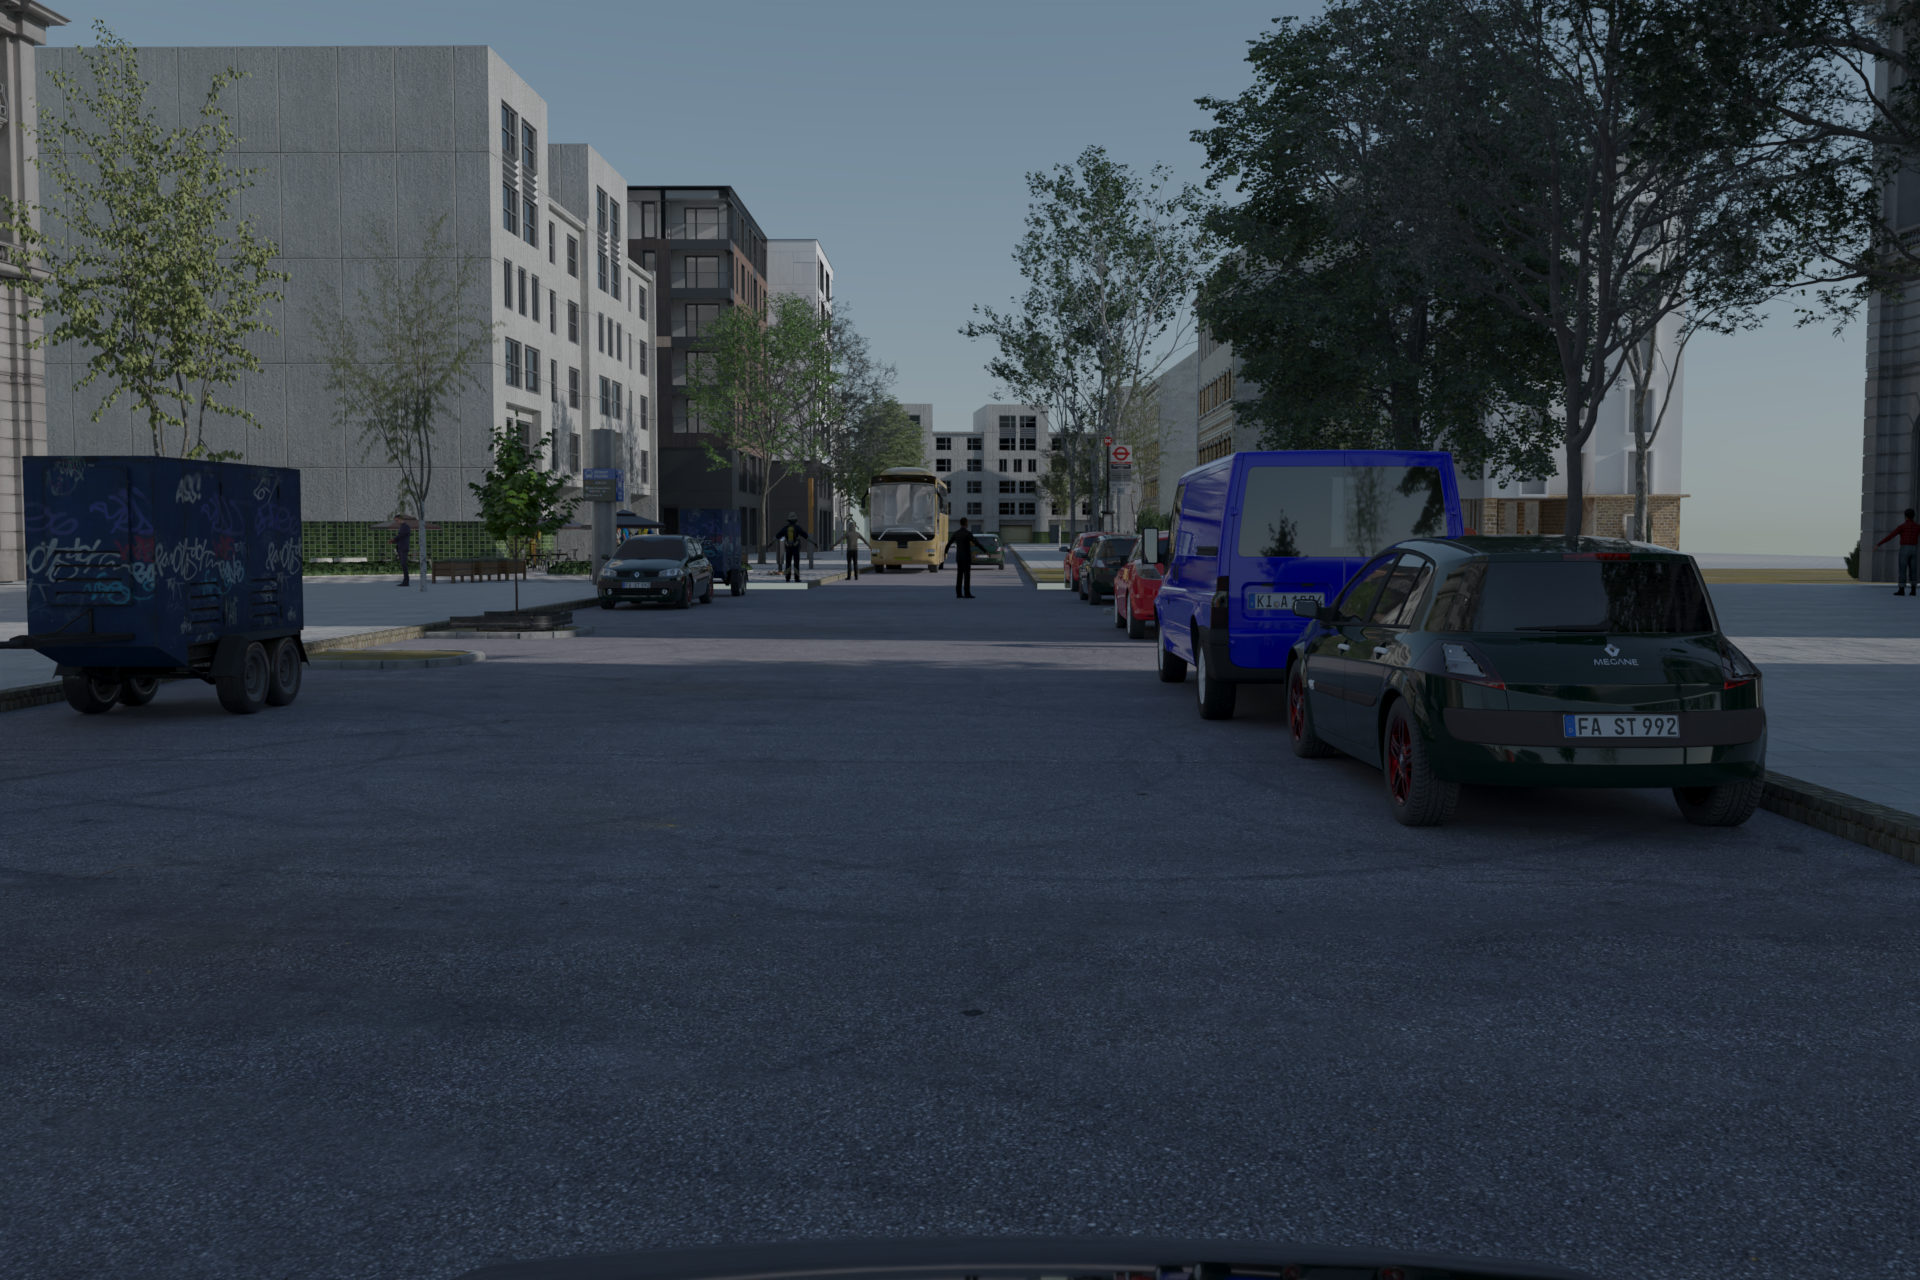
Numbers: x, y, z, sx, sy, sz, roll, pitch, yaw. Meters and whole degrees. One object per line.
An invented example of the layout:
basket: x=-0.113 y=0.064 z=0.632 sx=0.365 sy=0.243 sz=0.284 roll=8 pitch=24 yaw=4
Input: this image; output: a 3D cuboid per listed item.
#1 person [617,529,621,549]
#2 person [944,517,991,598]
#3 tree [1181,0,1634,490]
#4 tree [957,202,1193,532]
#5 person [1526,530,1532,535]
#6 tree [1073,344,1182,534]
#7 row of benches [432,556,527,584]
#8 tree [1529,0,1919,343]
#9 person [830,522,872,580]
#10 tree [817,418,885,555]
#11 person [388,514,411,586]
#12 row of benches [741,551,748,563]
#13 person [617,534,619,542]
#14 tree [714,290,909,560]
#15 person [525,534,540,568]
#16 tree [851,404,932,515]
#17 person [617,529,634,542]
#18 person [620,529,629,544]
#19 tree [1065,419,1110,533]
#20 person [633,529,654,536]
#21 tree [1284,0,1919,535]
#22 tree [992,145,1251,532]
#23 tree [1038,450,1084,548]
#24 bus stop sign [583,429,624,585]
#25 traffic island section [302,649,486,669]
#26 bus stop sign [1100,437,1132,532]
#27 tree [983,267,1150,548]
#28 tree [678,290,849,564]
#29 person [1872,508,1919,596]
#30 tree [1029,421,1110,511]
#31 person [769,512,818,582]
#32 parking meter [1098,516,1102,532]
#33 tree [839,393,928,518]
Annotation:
person: x=-16.033 y=-4.614 z=81.582 sx=0.704 sy=1.843 sz=1.345 roll=2 pitch=4 yaw=25
person: x=0.106 y=-1.834 z=38.673 sx=1.346 sy=1.802 sz=0.704 roll=3 pitch=5 yaw=41
tree: x=9.676 y=-8.008 z=37.581 sx=9.857 sy=13.997 sz=8.962 roll=0 pitch=3 yaw=0
tree: x=6.705 y=-14.923 z=99.883 sx=12.611 sy=20.169 sz=13.585 roll=0 pitch=3 yaw=0
person: x=21.351 y=-3.427 z=65.291 sx=0.991 sy=1.433 sz=0.599 roll=-3 pitch=5 yaw=-39
tree: x=6.921 y=-7.110 z=66.611 sx=4.360 sy=8.622 sz=3.978 roll=0 pitch=3 yaw=0
row of benches: x=-12.973 y=-1.912 z=46.721 sx=1.422 sy=0.672 sz=4.104 roll=1 pitch=4 yaw=14
tree: x=9.200 y=-4.909 z=14.673 sx=8.767 sy=10.594 sz=7.601 roll=1 pitch=4 yaw=20
person: x=-3.360 y=-2.768 z=53.842 sx=1.348 sy=1.813 sz=0.705 roll=-1 pitch=4 yaw=-21
tree: x=-6.860 y=-9.394 z=103.960 sx=4.737 sy=8.622 sz=4.395 roll=0 pitch=3 yaw=0
person: x=-13.761 y=-2.203 z=42.505 sx=0.568 sy=1.767 sz=0.683 roll=-3 pitch=4 yaw=-38
row of benches: x=-9.769 y=-2.994 z=64.408 sx=4.104 sy=0.672 sz=1.422 roll=0 pitch=4 yaw=-7
person: x=-15.638 y=-4.360 z=77.466 sx=1.347 sy=1.806 sz=0.705 roll=3 pitch=5 yaw=40
tree: x=-7.507 y=-10.816 z=87.218 sx=12.009 sy=13.543 sz=11.850 roll=0 pitch=3 yaw=0
person: x=-16.129 y=-3.637 z=65.241 sx=0.705 sy=1.858 sz=1.354 roll=0 pitch=4 yaw=-3
tree: x=-6.028 y=-14.201 z=150.308 sx=7.486 sy=12.596 sz=7.792 roll=0 pitch=3 yaw=0
person: x=-15.177 y=-4.449 z=79.016 sx=1.348 sy=1.796 sz=0.705 roll=3 pitch=5 yaw=44
person: x=-12.708 y=-3.649 z=65.796 sx=0.704 sy=1.817 sz=1.347 roll=-1 pitch=4 yaw=-10
tree: x=8.273 y=-9.857 z=111.526 sx=4.360 sy=8.622 sz=3.978 roll=0 pitch=3 yaw=0
person: x=-11.376 y=-3.443 z=62.257 sx=1.349 sy=1.833 sz=0.705 roll=2 pitch=4 yaw=27
tree: x=9.256 y=-7.046 z=25.568 sx=12.009 sy=13.543 sz=11.850 roll=0 pitch=3 yaw=0
tree: x=7.930 y=-13.877 z=82.778 sx=12.611 sy=20.169 sz=13.585 roll=0 pitch=3 yaw=0
tree: x=8.943 y=-12.277 z=151.093 sx=4.737 sy=8.622 sz=4.395 roll=0 pitch=3 yaw=0
bus stop sign: x=-8.983 y=-3.344 z=43.685 sx=0.837 sy=3.901 sz=0.837 roll=0 pitch=4 yaw=2
traffic island section: x=-6.428 y=0.216 z=19.342 sx=1.991 sy=0.108 sz=1.994 roll=0 pitch=4 yaw=1
bus stop sign: x=4.268 y=-3.593 z=47.449 sx=0.855 sy=3.939 sz=0.416 roll=0 pitch=4 yaw=0
tree: x=6.879 y=-16.480 z=125.329 sx=12.611 sy=20.169 sz=13.585 roll=0 pitch=3 yaw=0
tree: x=-8.286 y=-9.028 z=73.361 sx=9.928 sy=11.665 sz=9.643 roll=0 pitch=3 yaw=0
person: x=19.708 y=-1.830 z=36.030 sx=1.345 sy=1.816 sz=0.704 roll=0 pitch=4 yaw=2
tree: x=9.148 y=-12.757 z=142.992 sx=7.601 sy=10.594 sz=8.767 roll=-1 pitch=4 yaw=-18
person: x=-4.462 y=-2.473 z=46.213 sx=1.354 sy=1.856 sz=0.705 roll=0 pitch=4 yaw=6
parking meter: x=4.790 y=-3.168 z=57.507 sx=0.399 sy=1.863 sz=0.255 roll=0 pitch=4 yaw=-1
tree: x=-6.419 y=-13.571 z=140.019 sx=7.486 sy=12.596 sz=7.792 roll=0 pitch=3 yaw=0
